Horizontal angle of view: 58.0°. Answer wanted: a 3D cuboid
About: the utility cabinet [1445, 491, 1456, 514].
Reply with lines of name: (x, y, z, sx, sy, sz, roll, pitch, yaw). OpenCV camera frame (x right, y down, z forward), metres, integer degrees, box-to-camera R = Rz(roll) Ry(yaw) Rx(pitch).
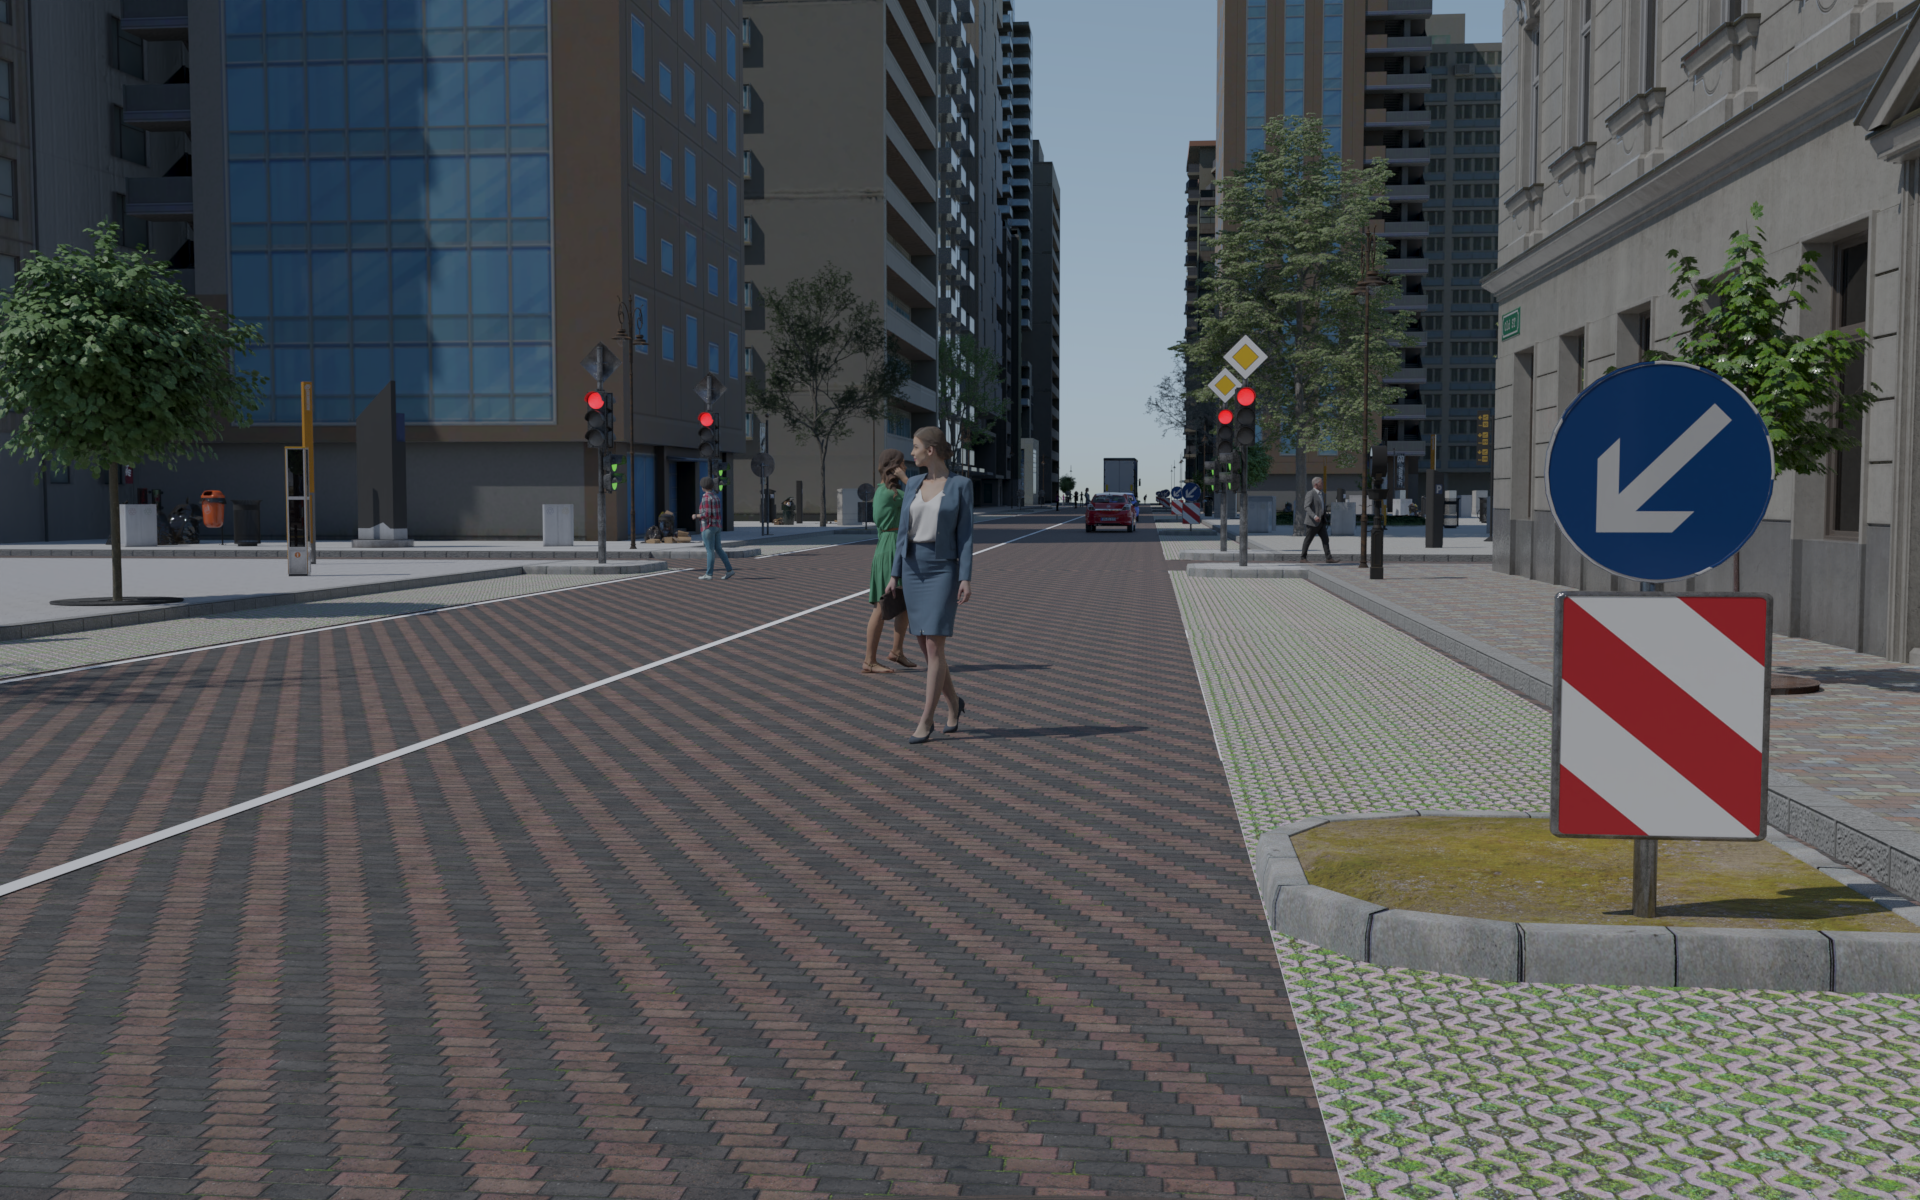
utility cabinet: (31.058, -6.178, 109.693, 0.318, 1.500, 1.173, 3, 4, 36)

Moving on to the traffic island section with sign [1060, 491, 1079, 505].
traffic island section with sign: (13.745, -12.957, 220.470, 1.989, 1.847, 2.006, 0, 4, 6)

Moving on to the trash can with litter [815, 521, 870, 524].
trash can with litter: (-5.099, -3.871, 74.348, 2.233, 1.210, 1.678, 1, 4, 16)

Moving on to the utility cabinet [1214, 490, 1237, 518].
utility cabinet: (14.191, -5.129, 92.532, 1.173, 1.500, 0.318, 2, 4, 24)

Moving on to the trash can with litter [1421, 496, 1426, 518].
trash can with litter: (20.976, -4.175, 79.326, 2.233, 1.210, 1.678, -2, 4, -32)

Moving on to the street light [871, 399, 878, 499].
street light: (-3.819, -6.366, 76.877, 0.468, 5.910, 1.993, 0, 4, 6)

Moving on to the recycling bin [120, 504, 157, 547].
recycling bin: (-20.073, -1.821, 42.319, 0.722, 1.027, 0.722, -2, 4, -34)

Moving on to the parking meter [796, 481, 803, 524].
parking meter: (-6.963, -4.245, 75.116, 0.255, 1.863, 0.399, 0, 4, 0)

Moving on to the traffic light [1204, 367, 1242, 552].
traffic light: (5.868, -3.036, 38.561, 0.839, 4.253, 0.868, 0, 4, 6)

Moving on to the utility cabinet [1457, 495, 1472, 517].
utility cabinet: (27.869, -5.172, 95.726, 1.020, 1.237, 0.306, -3, 5, -39)

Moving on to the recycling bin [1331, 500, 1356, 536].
recycling bin: (11.916, -2.525, 53.837, 0.722, 1.027, 0.722, 1, 4, 16)

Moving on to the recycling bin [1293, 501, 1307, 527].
recycling bin: (13.357, -3.353, 67.377, 0.722, 1.027, 0.722, 1, 4, 13)

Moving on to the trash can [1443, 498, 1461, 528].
trash can: (18.399, -3.260, 64.960, 0.748, 1.137, 0.748, 0, 3, 0)

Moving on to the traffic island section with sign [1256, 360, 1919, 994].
traffic island section with sign: (2.057, 0.164, 5.945, 1.989, 1.847, 2.006, 0, 4, 6)

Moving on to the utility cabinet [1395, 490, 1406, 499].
utility cabinet: (25.071, -5.507, 98.716, 0.318, 1.500, 1.173, 2, 4, 29)

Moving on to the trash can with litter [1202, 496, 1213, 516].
trash can with litter: (14.159, -5.360, 99.030, 0.624, 1.170, 1.055, 0, 4, 8)

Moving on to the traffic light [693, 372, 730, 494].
traffic light: (-5.727, -3.111, 39.794, 0.839, 4.253, 0.868, 0, 4, 6)

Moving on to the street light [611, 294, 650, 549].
street light: (-7.625, -4.126, 40.244, 0.468, 5.910, 1.993, 0, 4, 6)

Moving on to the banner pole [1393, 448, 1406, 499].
banner pole: (23.627, -6.327, 93.460, 0.863, 3.779, 0.401, -1, 4, -12)

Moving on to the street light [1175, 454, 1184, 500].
street light: (25.136, -13.752, 197.625, 0.468, 5.910, 1.993, 0, 4, 6)

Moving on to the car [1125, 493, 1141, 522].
car: (8.601, -5.021, 91.683, 1.945, 1.707, 3.694, 0, 4, 4)

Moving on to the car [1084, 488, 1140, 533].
car: (5.778, -3.489, 66.083, 2.155, 1.783, 4.494, 0, 4, 8)

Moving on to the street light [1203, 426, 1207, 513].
street light: (16.303, -8.726, 115.457, 0.468, 5.910, 1.993, 0, 4, 6)

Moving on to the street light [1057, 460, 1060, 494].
street light: (13.417, -16.119, 236.326, 0.468, 5.910, 1.993, 0, 4, 6)

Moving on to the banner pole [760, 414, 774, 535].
banner pole: (-6.052, -3.894, 53.689, 0.401, 3.779, 0.863, 1, 4, 15)

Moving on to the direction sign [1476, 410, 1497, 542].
direction sign: (14.359, -3.348, 46.739, 0.876, 3.537, 0.379, 3, 4, 38)

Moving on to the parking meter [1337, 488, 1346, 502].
parking meter: (16.431, -4.052, 74.656, 0.372, 1.533, 0.369, 0, 3, 0)

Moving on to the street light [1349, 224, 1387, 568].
street light: (7.027, -3.498, 29.986, 0.468, 5.910, 1.993, 0, 4, 6)

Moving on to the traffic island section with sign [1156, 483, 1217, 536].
traffic island section with sign: (7.906, -3.154, 60.196, 1.989, 1.847, 2.006, 0, 4, 6)

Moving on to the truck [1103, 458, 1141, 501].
truck: (12.969, -9.173, 138.893, 2.839, 4.237, 11.283, 0, 4, 7)

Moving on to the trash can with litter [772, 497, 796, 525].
trash can with litter: (-7.282, -3.665, 71.312, 1.055, 1.170, 0.624, 2, 4, 30)

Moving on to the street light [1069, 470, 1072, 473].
street light: (17.494, -18.369, 273.119, 0.468, 5.910, 1.993, 0, 4, 6)

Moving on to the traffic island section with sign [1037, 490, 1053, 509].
traffic island section with sign: (7.849, -9.613, 165.804, 1.989, 1.847, 2.006, 0, 4, 6)

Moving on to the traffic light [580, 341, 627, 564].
traffic light: (-6.585, -2.626, 31.855, 0.839, 4.253, 0.868, 0, 4, 6)

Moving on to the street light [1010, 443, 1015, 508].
street light: (4.623, -11.086, 154.038, 0.468, 5.910, 1.993, 0, 4, 6)

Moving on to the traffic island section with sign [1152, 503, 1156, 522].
traffic island section with sign: (10.873, -4.832, 87.628, 1.989, 1.847, 2.006, 0, 4, 6)

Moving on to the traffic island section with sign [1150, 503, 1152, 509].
traffic island section with sign: (16.337, -7.924, 138.185, 1.989, 1.847, 2.006, 0, 4, 6)

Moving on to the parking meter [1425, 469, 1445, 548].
parking meter: (11.313, -2.174, 41.249, 0.399, 1.863, 0.255, -2, 4, -31)

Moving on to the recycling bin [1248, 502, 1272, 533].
recycling bin: (9.937, -2.748, 57.477, 0.722, 1.027, 0.722, 1, 4, 20)

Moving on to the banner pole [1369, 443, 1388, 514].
banner pole: (18.142, -5.206, 75.135, 0.863, 3.779, 0.401, -1, 4, -9)

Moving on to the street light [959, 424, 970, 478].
street light: (0.175, -8.606, 113.490, 0.468, 5.910, 1.993, 0, 4, 6)

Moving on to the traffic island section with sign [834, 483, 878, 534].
traffic island section with sign: (-3.376, -3.266, 62.027, 1.989, 1.847, 2.006, 0, 4, 6)

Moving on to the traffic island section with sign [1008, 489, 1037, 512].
traffic island section with sign: (4.907, -7.952, 138.642, 1.989, 1.847, 2.006, 0, 4, 6)

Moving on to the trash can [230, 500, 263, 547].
trash can: (-17.502, -1.888, 42.519, 0.748, 1.137, 0.748, 0, 3, 0)

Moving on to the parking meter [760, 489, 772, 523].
parking meter: (-8.715, -4.191, 76.938, 0.372, 1.533, 0.369, 0, 3, 0)

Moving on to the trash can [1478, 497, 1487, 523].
trash can: (23.235, -3.961, 76.409, 0.748, 1.137, 0.748, 0, 3, 0)

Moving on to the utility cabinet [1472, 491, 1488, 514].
utility cabinet: (32.320, -6.058, 107.726, 1.173, 1.500, 0.318, -3, 4, -38)

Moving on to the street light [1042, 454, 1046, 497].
street light: (9.633, -13.878, 199.690, 0.468, 5.910, 1.993, 0, 4, 6)

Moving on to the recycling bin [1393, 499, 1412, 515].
recycling bin: (22.576, -4.638, 88.383, 0.722, 1.027, 0.722, -1, 4, -16)

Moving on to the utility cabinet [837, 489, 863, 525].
utility cabinet: (-4.481, -3.774, 70.377, 0.318, 1.500, 1.173, 3, 5, 40)

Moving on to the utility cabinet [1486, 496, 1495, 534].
utility cabinet: (17.633, -2.768, 56.416, 1.020, 1.237, 0.306, -2, 4, -25)

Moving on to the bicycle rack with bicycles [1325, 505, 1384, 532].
bicycle rack with bicycles: (12.872, -2.769, 58.660, 2.925, 0.926, 2.852, -3, 5, -39)

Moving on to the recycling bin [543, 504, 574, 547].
recycling bin: (-9.884, -1.839, 42.629, 0.722, 1.027, 0.722, -1, 4, -11)

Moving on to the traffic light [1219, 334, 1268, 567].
traffic light: (5.010, -2.551, 30.622, 0.839, 4.253, 0.868, 0, 4, 6)

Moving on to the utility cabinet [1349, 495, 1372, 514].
utility cabinet: (18.229, -4.138, 78.813, 1.020, 1.237, 0.306, 1, 4, 13)

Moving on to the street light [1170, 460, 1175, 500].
street light: (28.997, -15.997, 234.331, 0.468, 5.910, 1.993, 0, 4, 6)

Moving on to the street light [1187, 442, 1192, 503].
street light: (20.150, -10.966, 152.086, 0.468, 5.910, 1.993, 0, 4, 6)

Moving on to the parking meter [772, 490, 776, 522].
parking meter: (-8.390, -4.215, 77.327, 0.372, 1.533, 0.369, 0, 3, 0)

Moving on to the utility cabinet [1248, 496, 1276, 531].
utility cabinet: (10.597, -3.040, 60.864, 1.020, 1.237, 0.306, 3, 5, 40)
